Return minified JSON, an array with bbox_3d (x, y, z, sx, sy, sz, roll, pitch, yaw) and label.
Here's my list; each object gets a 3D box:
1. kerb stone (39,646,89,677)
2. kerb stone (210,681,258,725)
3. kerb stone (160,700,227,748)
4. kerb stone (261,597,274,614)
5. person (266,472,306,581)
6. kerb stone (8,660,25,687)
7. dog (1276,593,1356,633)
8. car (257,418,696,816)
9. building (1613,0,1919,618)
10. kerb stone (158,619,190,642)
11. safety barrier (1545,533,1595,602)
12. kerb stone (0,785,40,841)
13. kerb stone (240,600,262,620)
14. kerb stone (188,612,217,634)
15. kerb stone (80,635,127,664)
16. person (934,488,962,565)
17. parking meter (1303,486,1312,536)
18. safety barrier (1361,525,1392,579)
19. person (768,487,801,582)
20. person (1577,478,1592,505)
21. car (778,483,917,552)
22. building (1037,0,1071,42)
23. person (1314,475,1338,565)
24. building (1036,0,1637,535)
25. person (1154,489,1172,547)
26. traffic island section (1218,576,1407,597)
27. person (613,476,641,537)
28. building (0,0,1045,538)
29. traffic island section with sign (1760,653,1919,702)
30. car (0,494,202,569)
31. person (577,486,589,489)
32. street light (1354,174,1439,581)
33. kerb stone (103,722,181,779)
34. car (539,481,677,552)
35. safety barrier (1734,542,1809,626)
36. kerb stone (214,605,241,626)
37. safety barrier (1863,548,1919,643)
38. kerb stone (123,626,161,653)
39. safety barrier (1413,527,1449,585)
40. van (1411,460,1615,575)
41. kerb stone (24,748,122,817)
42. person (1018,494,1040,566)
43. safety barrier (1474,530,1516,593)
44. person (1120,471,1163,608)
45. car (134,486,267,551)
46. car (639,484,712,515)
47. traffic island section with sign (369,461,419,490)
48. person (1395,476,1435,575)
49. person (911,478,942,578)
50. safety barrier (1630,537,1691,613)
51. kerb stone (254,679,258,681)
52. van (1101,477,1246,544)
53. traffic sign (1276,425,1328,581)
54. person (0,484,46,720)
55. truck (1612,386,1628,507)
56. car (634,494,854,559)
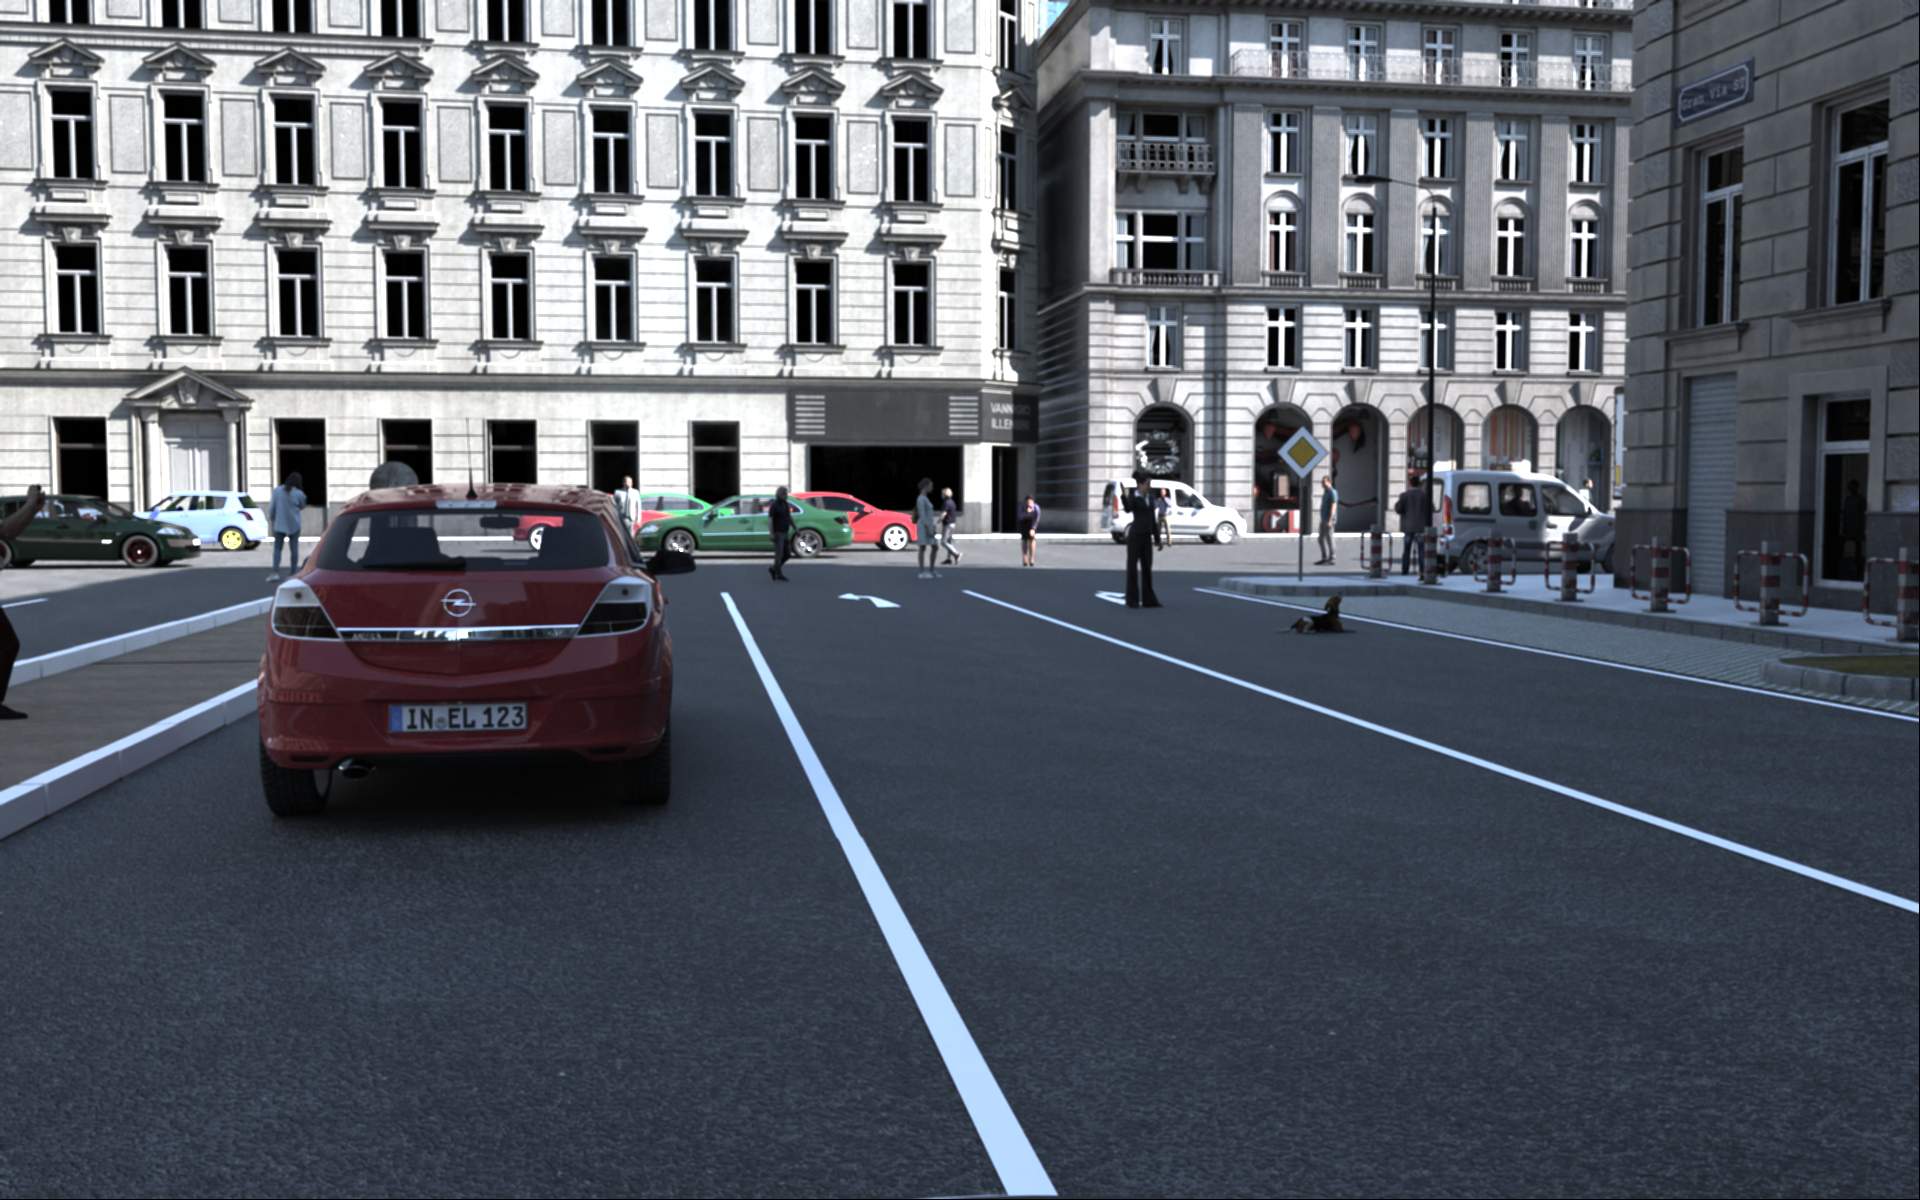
[{"bbox_3d":[-7.261,0.508,13.933,0.120,0.150,1.000,-1,4,-9],"label":"kerb stone"},{"bbox_3d":[-4.685,0.672,11.208,0.120,0.150,1.000,-1,4,-9],"label":"kerb stone"},{"bbox_3d":[-4.524,0.736,10.195,0.120,0.150,1.000,-1,4,-9],"label":"kerb stone"},{"bbox_3d":[-8.441,0.070,21.059,0.120,0.150,1.000,-1,4,-9],"label":"kerb stone"},{"bbox_3d":[-11.102,-1.209,28.530,0.793,1.790,0.793,2,4,33],"label":"person"},{"bbox_3d":[-7.105,0.567,12.919,0.120,0.150,1.000,-1,4,-9],"label":"kerb stone"},{"bbox_3d":[3.696,0.136,17.974,0.748,0.427,0.550,2,4,30],"label":"dog"},{"bbox_3d":[-2.490,-0.017,9.312,2.155,1.783,4.494,-1,4,-11],"label":"car"},{"bbox_3d":[16.483,-13.126,11.869,12.463,27.353,25.104,-1,4,-9],"label":"building"},{"bbox_3d":[-7.779,0.319,16.985,0.120,0.150,1.000,-1,4,-9],"label":"kerb stone"},{"bbox_3d":[7.262,-0.389,20.636,0.300,0.817,1.120,-1,4,-9],"label":"safety barrier"},{"bbox_3d":[-4.026,0.922,7.159,0.120,0.150,1.000,-1,4,-9],"label":"kerb stone"},{"bbox_3d":[-8.280,0.132,20.031,0.120,0.150,1.000,-1,4,-9],"label":"kerb stone"},{"bbox_3d":[-7.942,0.262,17.997,0.120,0.150,1.000,-1,4,-9],"label":"kerb stone"},{"bbox_3d":[-7.434,0.444,14.943,0.120,0.150,1.000,-1,4,-9],"label":"kerb stone"},{"bbox_3d":[-0.229,-1.495,35.144,0.569,1.553,0.471,-3,4,-37],"label":"person"},{"bbox_3d":[10.675,-2.754,53.445,0.372,1.533,0.369,0,3,0],"label":"parking meter"},{"bbox_3d":[6.321,-0.736,26.310,0.300,0.817,1.120,-1,4,-9],"label":"safety barrier"},{"bbox_3d":[-2.926,-1.084,28.429,0.569,1.553,0.471,-2,4,-26],"label":"person"},{"bbox_3d":[15.153,-2.046,42.045,0.391,1.810,0.635,3,4,36],"label":"person"},{"bbox_3d":[-3.037,-2.123,43.758,4.494,1.783,2.155,-1,4,-10],"label":"car"},{"bbox_3d":[0.539,-50.396,136.650,22.319,86.520,31.000,-1,4,-9],"label":"building"},{"bbox_3d":[7.370,-1.606,34.884,0.434,1.807,0.598,0,4,6],"label":"person"},{"bbox_3d":[14.449,-13.434,61.447,24.055,21.916,13.314,-1,4,-9],"label":"building"},{"bbox_3d":[5.559,-2.250,47.357,0.516,1.574,0.319,2,4,24],"label":"person"},{"bbox_3d":[5.023,-0.196,25.478,2.009,0.180,2.903,-1,4,-9],"label":"traffic island section"},{"bbox_3d":[-7.051,-1.708,36.533,0.635,1.810,0.391,-2,4,-26],"label":"person"},{"bbox_3d":[-19.555,-17.215,57.877,44.131,29.872,17.030,-1,4,-9],"label":"building"},{"bbox_3d":[7.121,-0.253,12.758,1.989,1.847,2.006,-1,4,-9],"label":"traffic island section with sign"},{"bbox_3d":[-17.129,-1.471,33.833,4.222,1.686,2.009,-1,4,-11],"label":"car"},{"bbox_3d":[-3.718,-0.354,16.825,0.613,1.512,0.480,2,4,32],"label":"person"},{"bbox_3d":[6.406,-3.233,25.407,1.470,5.913,1.316,-1,4,-9],"label":"street light"},{"bbox_3d":[-4.353,0.800,9.184,0.120,0.150,1.000,-1,4,-9],"label":"kerb stone"},{"bbox_3d":[-8.945,-2.108,43.505,4.494,1.783,2.155,-1,4,-9],"label":"car"},{"bbox_3d":[7.884,-0.158,16.853,0.300,0.817,1.120,-1,4,-9],"label":"safety barrier"},{"bbox_3d":[-8.108,0.194,19.020,0.120,0.150,1.000,-1,4,-9],"label":"kerb stone"},{"bbox_3d":[8.196,-0.042,14.957,0.300,0.817,1.120,-1,4,-9],"label":"safety barrier"},{"bbox_3d":[-7.605,0.381,15.965,0.120,0.150,1.000,-1,4,-9],"label":"kerb stone"},{"bbox_3d":[6.635,-0.620,24.419,0.300,0.817,1.120,-1,4,-9],"label":"safety barrier"},{"bbox_3d":[10.087,-1.440,30.553,4.112,2.044,2.013,-1,4,-9],"label":"van"},{"bbox_3d":[-4.189,0.858,8.171,0.120,0.150,1.000,-1,4,-9],"label":"kerb stone"},{"bbox_3d":[1.361,-1.380,34.291,0.421,1.427,0.697,0,4,-2],"label":"person"},{"bbox_3d":[6.950,-0.505,22.527,0.300,0.817,1.120,-1,4,-9],"label":"safety barrier"},{"bbox_3d":[2.261,-0.759,21.714,0.445,1.727,0.742,1,4,23],"label":"person"},{"bbox_3d":[-19.559,-2.095,43.852,3.694,1.707,1.945,0,4,-8],"label":"car"},{"bbox_3d":[-8.392,-2.331,46.909,4.718,1.807,1.959,-1,4,-10],"label":"car"},{"bbox_3d":[-7.807,-0.946,23.609,2.006,1.907,1.989,-1,4,-9],"label":"traffic island section with sign"},{"bbox_3d":[7.399,-1.154,28.181,0.655,1.722,0.431,1,4,20],"label":"person"},{"bbox_3d":[-0.584,-1.220,29.448,0.522,1.701,0.512,0,4,7],"label":"person"},{"bbox_3d":[7.575,-0.273,18.745,0.300,0.817,1.120,-1,4,-9],"label":"safety barrier"},{"bbox_3d":[-4.859,0.613,12.228,0.120,0.150,1.000,-1,4,-9],"label":"kerb stone"},{"bbox_3d":[6.141,-2.613,49.734,4.112,2.044,2.013,-1,4,-9],"label":"van"},{"bbox_3d":[5.001,-1.331,25.397,0.795,2.450,0.064,-1,4,-9],"label":"traffic sign"},{"bbox_3d":[-6.160,-0.068,11.067,0.566,1.644,0.517,1,4,13],"label":"person"},{"bbox_3d":[22.724,-3.423,44.875,11.283,4.237,2.839,-1,4,-10],"label":"truck"},{"bbox_3d":[-4.858,-1.666,39.042,4.920,1.459,2.131,-1,4,-9],"label":"car"}]
